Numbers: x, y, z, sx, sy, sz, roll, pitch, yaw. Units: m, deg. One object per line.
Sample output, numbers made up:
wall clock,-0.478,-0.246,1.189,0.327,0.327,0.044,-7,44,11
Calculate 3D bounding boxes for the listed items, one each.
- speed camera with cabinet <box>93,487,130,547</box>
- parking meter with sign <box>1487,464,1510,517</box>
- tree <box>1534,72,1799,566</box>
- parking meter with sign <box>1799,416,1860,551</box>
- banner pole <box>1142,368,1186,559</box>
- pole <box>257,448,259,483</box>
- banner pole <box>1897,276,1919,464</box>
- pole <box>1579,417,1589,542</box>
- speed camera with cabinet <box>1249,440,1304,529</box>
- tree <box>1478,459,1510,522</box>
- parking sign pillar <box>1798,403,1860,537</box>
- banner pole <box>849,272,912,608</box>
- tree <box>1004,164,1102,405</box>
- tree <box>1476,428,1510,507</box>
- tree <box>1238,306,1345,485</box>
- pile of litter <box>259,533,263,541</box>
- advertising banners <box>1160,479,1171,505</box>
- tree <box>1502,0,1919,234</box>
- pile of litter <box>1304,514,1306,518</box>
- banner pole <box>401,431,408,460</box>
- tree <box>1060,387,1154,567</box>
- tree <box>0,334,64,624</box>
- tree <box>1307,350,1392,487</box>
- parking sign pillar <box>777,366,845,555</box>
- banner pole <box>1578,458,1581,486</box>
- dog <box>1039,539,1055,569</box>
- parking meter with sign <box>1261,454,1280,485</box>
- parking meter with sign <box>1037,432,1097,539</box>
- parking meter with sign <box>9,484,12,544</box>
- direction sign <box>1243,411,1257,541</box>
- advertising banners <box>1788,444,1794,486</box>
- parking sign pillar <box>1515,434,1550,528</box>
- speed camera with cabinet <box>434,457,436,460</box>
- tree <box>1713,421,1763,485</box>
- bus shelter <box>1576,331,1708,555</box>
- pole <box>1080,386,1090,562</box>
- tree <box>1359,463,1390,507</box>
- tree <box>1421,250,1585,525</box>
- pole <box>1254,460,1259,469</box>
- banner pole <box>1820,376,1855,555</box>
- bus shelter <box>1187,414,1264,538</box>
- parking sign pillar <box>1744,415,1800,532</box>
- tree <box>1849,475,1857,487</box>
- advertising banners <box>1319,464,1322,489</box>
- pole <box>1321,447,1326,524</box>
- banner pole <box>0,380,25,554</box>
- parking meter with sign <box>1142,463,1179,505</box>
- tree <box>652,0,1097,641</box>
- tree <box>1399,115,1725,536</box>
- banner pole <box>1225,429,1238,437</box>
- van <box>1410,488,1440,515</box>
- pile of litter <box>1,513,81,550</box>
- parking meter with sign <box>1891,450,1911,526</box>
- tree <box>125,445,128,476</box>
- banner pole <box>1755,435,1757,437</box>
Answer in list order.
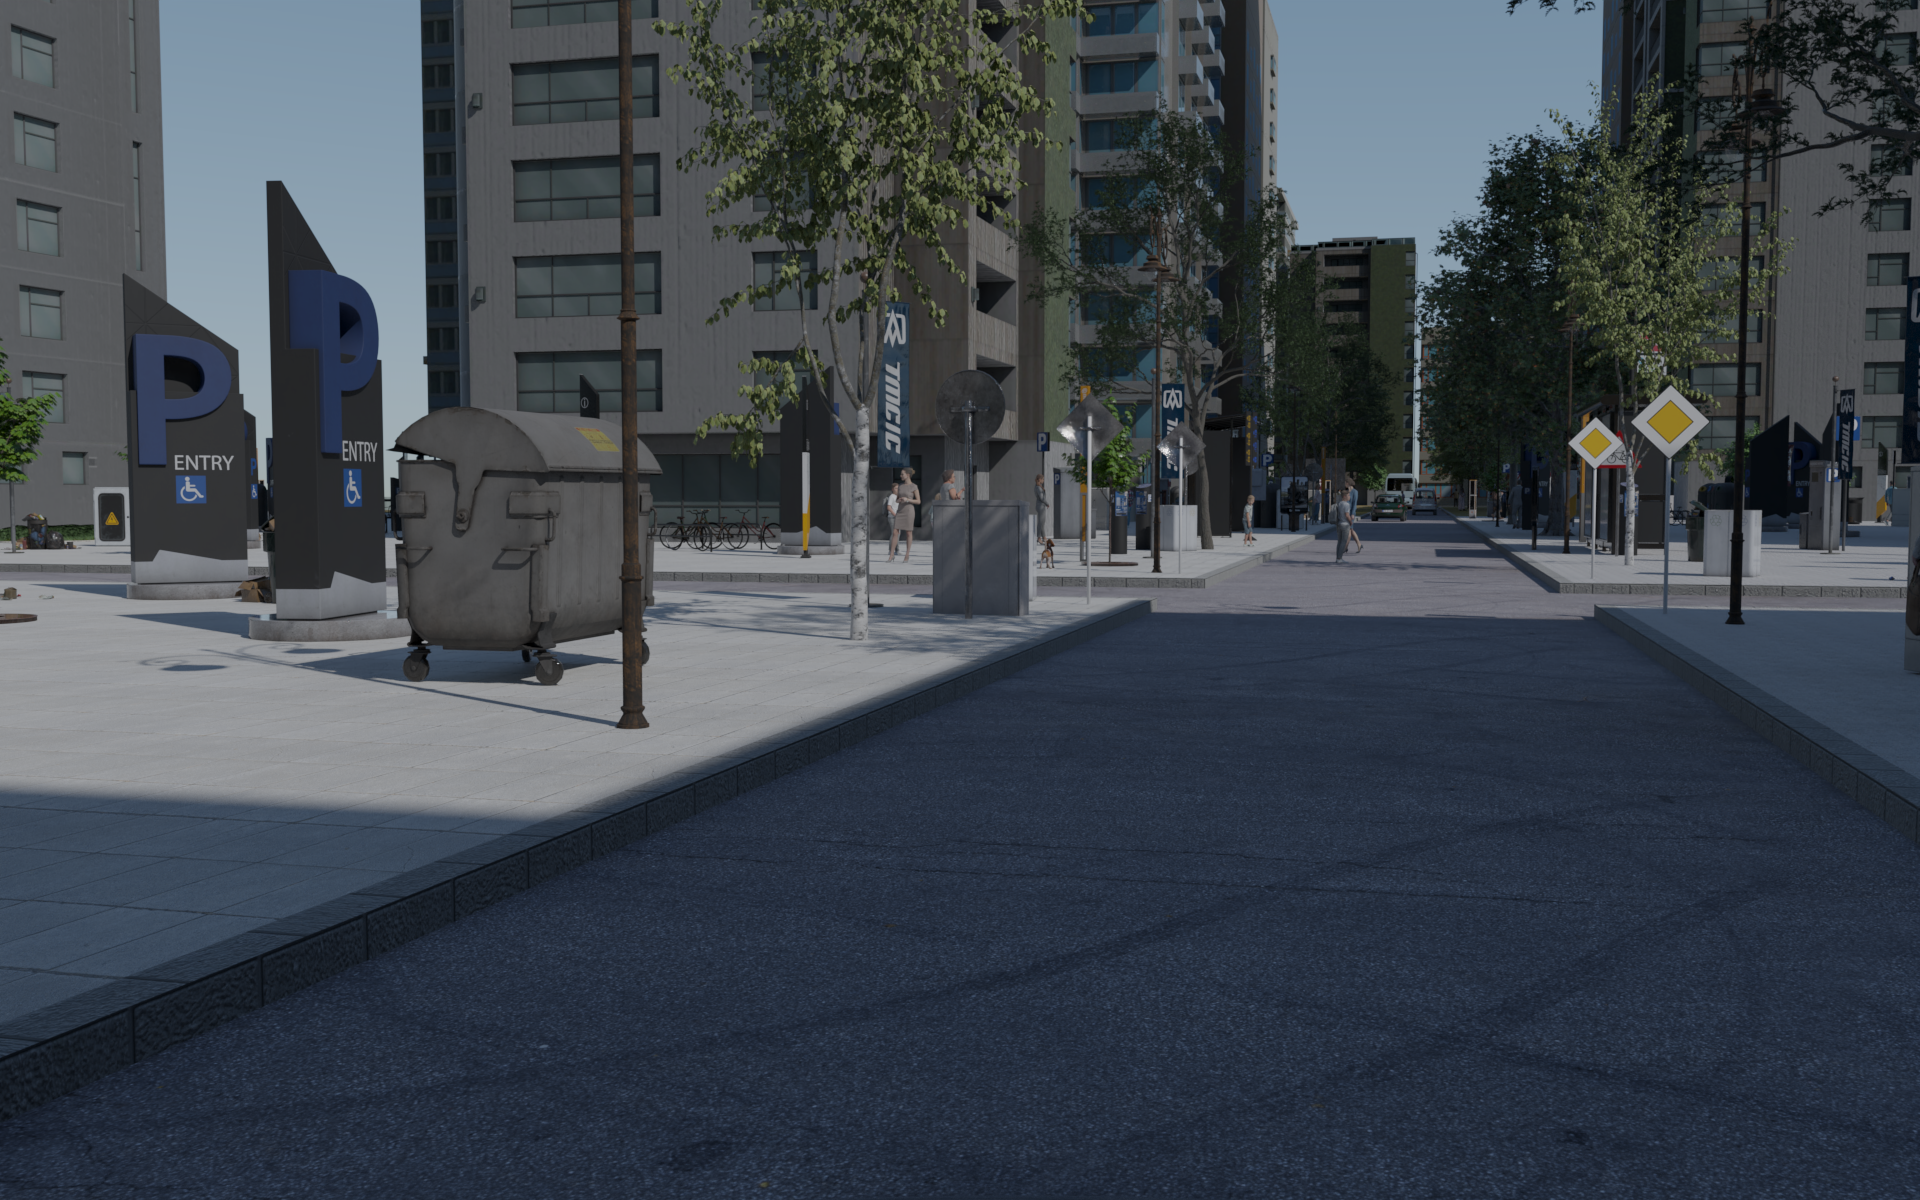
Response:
speed camera with cabinet,-20.133,-2.945,42.480,2.038,3.252,0.660,0,3,0
parking meter with sign,29.979,-6.122,96.361,1.738,3.016,0.543,-3,5,-44
tree,12.101,-4.910,30.649,4.737,8.622,4.395,0,3,0
parking meter with sign,19.822,-2.653,39.639,0.543,3.016,1.738,0,4,-1
banner pole,4.078,-2.722,34.524,0.863,3.779,0.401,0,4,-4
pole,-31.166,-5.067,76.681,0.158,3.312,0.155,0,3,0
banner pole,9.891,-1.673,17.368,0.863,3.779,0.401,3,4,37
pole,16.520,-3.181,45.861,0.158,3.312,0.155,0,3,0
speed camera with cabinet,11.547,-4.218,63.303,2.038,3.252,0.660,1,4,10
tree,25.174,-5.302,81.291,1.663,3.219,1.824,0,3,0
parking sign pillar,26.274,-3.884,51.983,1.447,3.967,1.447,1,4,10
banner pole,-0.888,-1.819,19.754,0.863,3.779,0.401,-3,4,-39
tree,5.506,-6.462,40.069,7.601,10.594,8.767,3,5,45
tree,32.875,-9.583,107.040,4.360,8.622,3.978,0,3,0
tree,13.286,-7.211,68.269,4.737,8.622,4.395,0,3,0
pile of litter,-19.522,-2.021,47.004,1.719,0.858,1.176,0,4,-5
advertising banners,7.707,-4.236,65.440,0.090,3.025,2.074,2,4,24
tree,6.526,-4.627,10.062,8.767,10.594,7.601,2,4,33
pile of litter,17.828,-4.755,91.714,1.719,0.858,1.176,1,4,19
banner pole,-22.030,-4.819,68.805,0.401,3.779,0.863,-2,4,-31
tree,2.801,-2.234,31.130,1.663,3.219,1.824,0,3,0
tree,-9.710,-1.385,17.241,1.663,3.219,1.824,0,3,0
tree,30.553,-13.351,136.420,7.486,12.596,7.792,0,3,0
parking sign pillar,-3.186,-2.964,36.930,1.447,3.967,1.447,2,4,29
banner pole,22.185,-4.382,61.658,0.401,3.779,0.863,0,4,-5
dog,1.504,-0.796,29.850,0.406,0.507,0.540,-2,4,-26
parking meter with sign,13.713,-4.860,75.723,0.543,3.016,1.738,2,4,29
parking meter with sign,3.060,-3.241,49.245,1.738,3.016,0.543,-2,4,-30
parking meter with sign,-25.188,-2.934,44.236,1.738,3.016,0.543,-2,4,-29
direction sign,7.994,-3.401,47.602,0.379,3.537,0.876,2,4,29
advertising banners,28.389,-3.940,60.600,2.074,3.025,0.090,-1,4,-23
parking sign pillar,21.886,-4.736,65.903,1.447,3.967,1.447,-2,4,-35
speed camera with cabinet,-19.673,-4.386,66.044,0.660,3.252,2.038,-2,4,-28
tree,35.715,-5.745,77.642,4.285,4.588,4.351,0,3,0
bus shelter,15.653,-3.839,40.407,2.179,5.291,8.768,1,4,15
pole,2.366,-2.381,32.766,0.158,3.312,0.155,0,3,0
tree,42.041,-11.713,175.216,4.285,4.588,4.351,0,3,0
tree,23.231,-9.476,73.067,7.486,12.596,7.792,0,3,0
pole,13.644,-5.256,79.780,0.158,3.312,0.155,0,3,0
banner pole,18.588,-2.848,36.576,0.401,3.779,0.863,-1,4,-10
bus shelter,8.279,-3.828,53.870,1.731,3.624,6.357,1,4,15
parking sign pillar,27.531,-4.322,59.133,1.447,3.967,1.447,0,4,-1
tree,35.720,-4.691,71.294,1.663,3.219,1.824,0,3,0
advertising banners,19.850,-6.257,98.489,2.074,3.025,0.090,-2,4,-30
pole,15.684,-4.949,74.765,0.158,3.312,0.155,0,3,0
banner pole,-20.658,-2.906,37.532,0.863,3.779,0.401,3,5,39
parking meter with sign,9.296,-5.120,79.977,1.738,3.016,0.543,1,4,9
tree,-0.864,-3.966,15.212,4.737,8.622,4.395,0,3,0
tree,18.274,-8.316,52.970,9.611,12.733,9.660,0,3,0
banner pole,9.268,-4.242,59.367,0.401,3.779,0.863,-2,4,-31
van,31.783,-6.817,118.471,2.013,2.044,4.112,1,4,15
pile of litter,-21.382,-1.603,40.173,1.719,0.858,1.176,0,4,-1
parking meter with sign,37.968,-4.431,68.709,1.738,3.016,0.543,2,4,26
tree,-16.381,-2.536,36.072,1.663,3.219,1.824,0,3,0
banner pole,33.677,-5.080,73.070,0.401,3.779,0.863,0,4,-7
